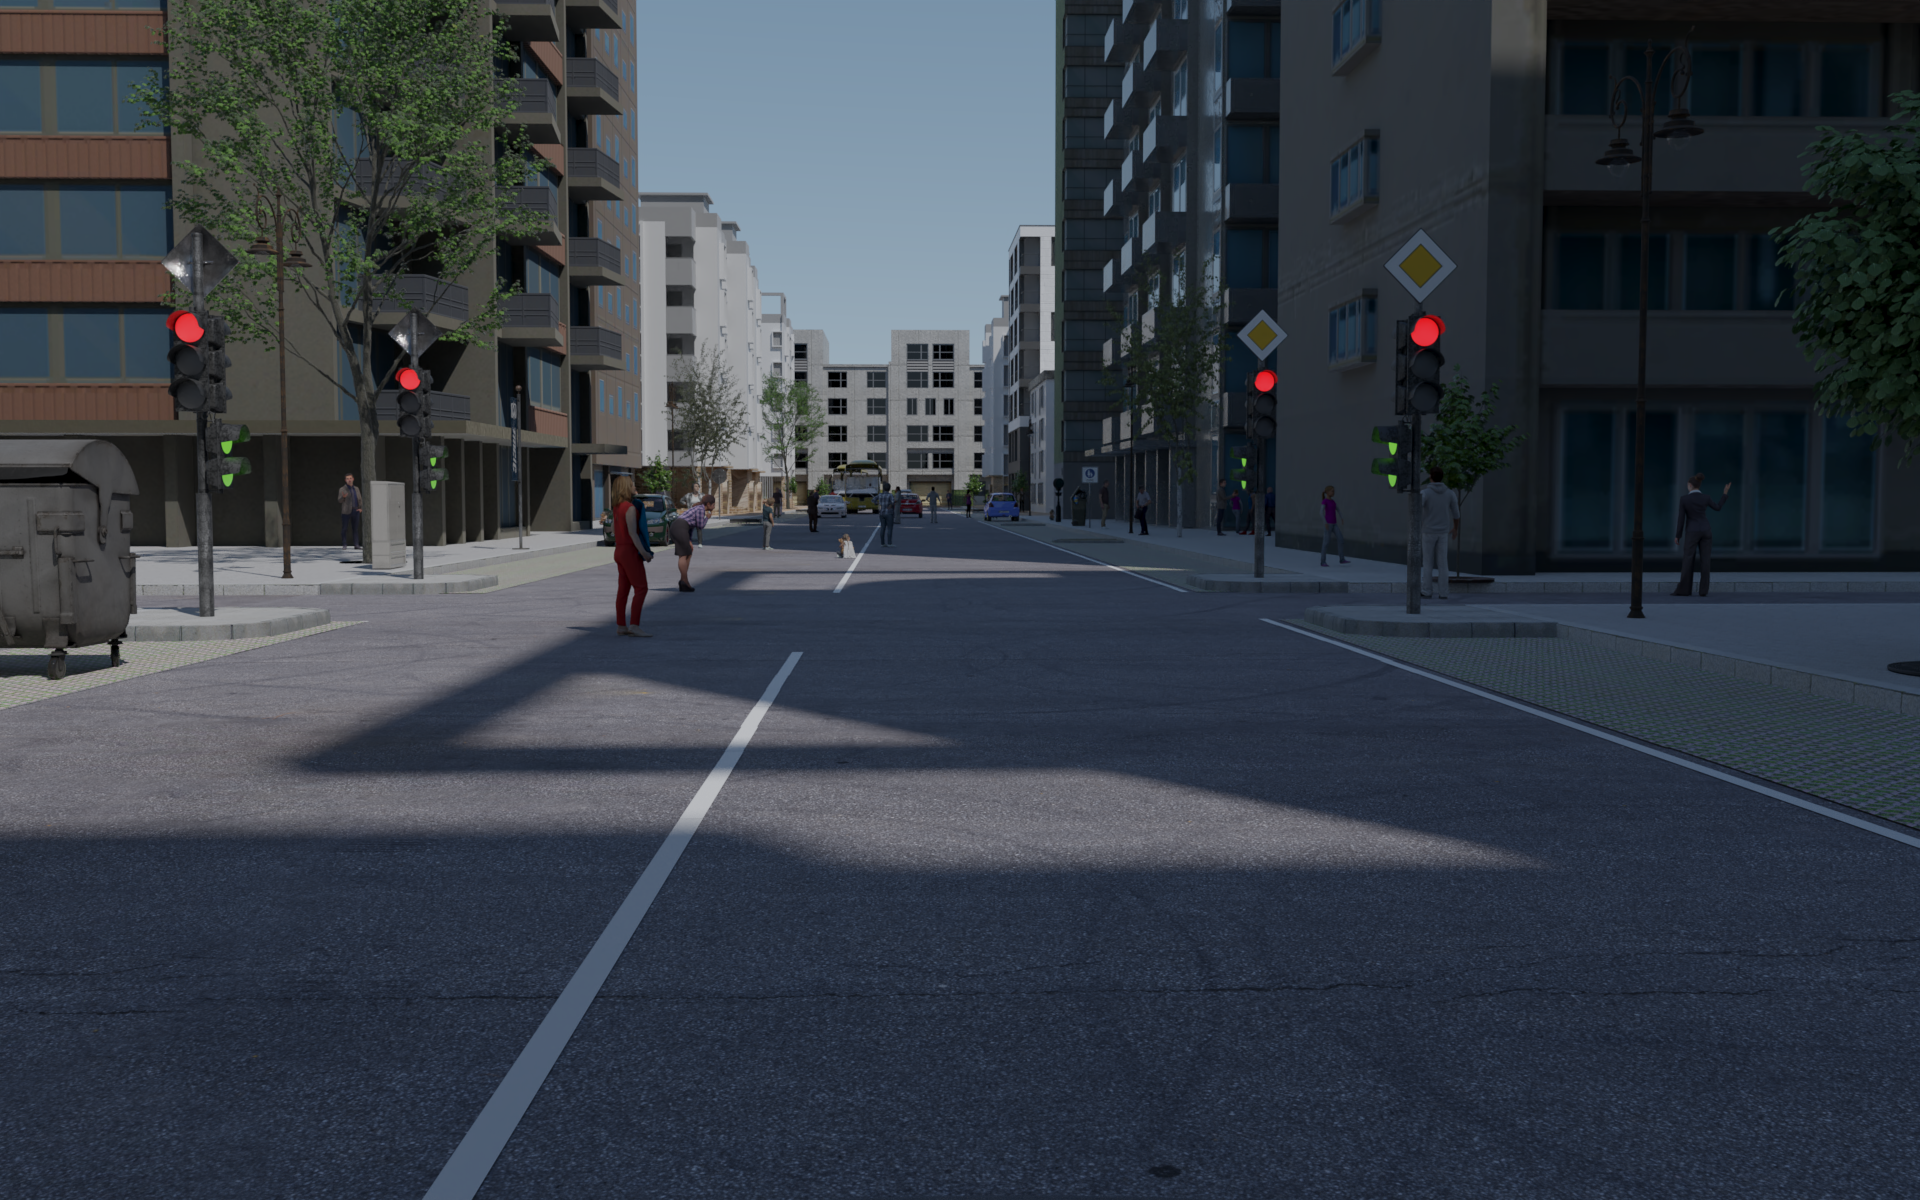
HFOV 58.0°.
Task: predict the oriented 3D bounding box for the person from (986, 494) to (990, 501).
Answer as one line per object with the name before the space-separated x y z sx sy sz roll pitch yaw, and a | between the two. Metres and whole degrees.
person | 1.945 -6.255 113.964 0.628 1.438 0.799 0 4 -8

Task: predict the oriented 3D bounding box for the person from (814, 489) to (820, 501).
person | -8.979 -6.137 109.284 0.568 1.767 0.683 -3 5 -40

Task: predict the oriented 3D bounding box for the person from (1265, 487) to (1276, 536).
person | 9.510 -2.694 52.782 0.574 1.496 0.600 0 4 5

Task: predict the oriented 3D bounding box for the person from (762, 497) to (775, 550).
person | -4.947 -1.965 44.537 0.435 1.345 0.340 2 4 25

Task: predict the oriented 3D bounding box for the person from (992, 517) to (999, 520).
person | 1.916 -5.153 96.665 0.435 1.345 0.340 -1 4 -11

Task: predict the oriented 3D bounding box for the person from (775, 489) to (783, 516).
person | -11.560 -6.206 110.641 0.551 1.740 0.621 -2 4 -28

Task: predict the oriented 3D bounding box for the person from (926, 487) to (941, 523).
person | -1.273 -4.702 85.521 0.875 1.805 0.789 0 4 7

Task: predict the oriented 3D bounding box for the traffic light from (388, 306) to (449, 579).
traffic light | -8.144 -2.267 25.994 0.839 4.253 0.868 0 4 -2

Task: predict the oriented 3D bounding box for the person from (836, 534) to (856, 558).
person | -2.530 -1.206 38.689 0.381 0.543 0.357 -3 5 -44

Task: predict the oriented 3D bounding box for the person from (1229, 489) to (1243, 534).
person | 9.064 -2.875 56.285 0.726 1.434 0.776 3 5 45

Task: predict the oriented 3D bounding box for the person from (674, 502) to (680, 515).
person | -16.365 -5.232 99.869 0.655 0.850 0.859 1 4 17

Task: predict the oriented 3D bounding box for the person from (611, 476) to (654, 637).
person | -3.316 -0.448 17.537 0.444 1.614 0.593 -1 4 -8

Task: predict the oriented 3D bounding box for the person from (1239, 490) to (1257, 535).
person | 9.118 -2.843 54.395 0.662 1.594 0.647 -1 4 -9

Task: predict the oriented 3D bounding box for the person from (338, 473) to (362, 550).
person | -13.953 -2.030 39.766 0.617 1.759 0.750 -2 4 -34

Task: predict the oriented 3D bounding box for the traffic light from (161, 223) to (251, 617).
traffic light | -7.866 -1.779 18.014 0.839 4.253 0.868 0 4 -2

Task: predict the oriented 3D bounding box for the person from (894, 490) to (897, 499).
person | -4.748 -7.320 128.259 0.705 1.814 1.350 -2 4 -31

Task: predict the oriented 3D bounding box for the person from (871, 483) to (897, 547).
person | -1.989 -2.290 46.671 0.376 1.734 0.841 -3 5 -43

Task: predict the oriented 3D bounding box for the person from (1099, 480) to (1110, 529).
person | 5.349 -3.520 63.727 0.434 1.807 0.598 3 5 41

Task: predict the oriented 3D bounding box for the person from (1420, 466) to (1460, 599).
person | 6.505 -0.919 23.667 0.875 1.805 0.789 0 4 -5

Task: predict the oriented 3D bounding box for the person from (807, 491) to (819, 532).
person | -5.544 -3.321 65.061 0.482 1.546 0.388 2 4 30

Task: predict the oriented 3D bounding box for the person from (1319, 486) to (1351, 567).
person | 6.648 -1.298 30.503 0.726 1.435 0.776 -3 5 -44

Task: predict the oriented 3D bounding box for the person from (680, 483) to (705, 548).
person | -7.021 -2.249 45.995 0.841 1.734 0.376 0 4 -4

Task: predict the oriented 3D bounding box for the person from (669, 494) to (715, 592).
person | -3.920 -0.835 25.391 0.697 1.427 0.421 -2 4 -25

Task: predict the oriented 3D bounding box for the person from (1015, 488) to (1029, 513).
person | 4.320 -6.946 120.330 1.217 1.735 0.721 -1 4 -16

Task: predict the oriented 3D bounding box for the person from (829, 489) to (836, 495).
person | -9.850 -7.696 134.291 1.348 1.831 0.705 1 4 9

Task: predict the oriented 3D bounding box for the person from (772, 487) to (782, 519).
person | -10.306 -5.428 97.382 0.598 1.807 0.434 0 4 6

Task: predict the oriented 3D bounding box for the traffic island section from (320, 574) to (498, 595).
traffic island section | -8.185 -0.235 26.128 2.009 0.180 2.903 0 4 -2

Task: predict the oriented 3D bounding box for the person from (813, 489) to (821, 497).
person | -11.028 -7.536 131.728 1.348 1.823 0.705 2 4 25

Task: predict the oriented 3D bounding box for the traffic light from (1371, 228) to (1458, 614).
traffic light | 4.847 -1.807 18.471 0.839 4.253 0.868 0 4 -2

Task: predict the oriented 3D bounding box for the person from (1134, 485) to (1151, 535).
person | 5.712 -2.792 53.897 0.590 1.554 0.614 -2 4 -34

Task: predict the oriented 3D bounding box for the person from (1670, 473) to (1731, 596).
person | 10.421 -0.920 24.343 0.742 1.727 0.445 -1 4 -22

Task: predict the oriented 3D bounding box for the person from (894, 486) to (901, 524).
person | -3.042 -4.544 82.935 0.789 1.805 0.875 1 4 12

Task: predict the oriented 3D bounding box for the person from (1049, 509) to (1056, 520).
person | 4.486 -4.123 83.921 0.357 0.543 0.381 0 4 4

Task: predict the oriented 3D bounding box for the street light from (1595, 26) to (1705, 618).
street light | 7.007 -2.751 17.771 0.468 5.910 1.993 0 4 -2

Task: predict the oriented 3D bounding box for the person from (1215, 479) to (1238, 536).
person | 8.240 -2.870 53.504 0.750 1.759 0.617 1 4 16

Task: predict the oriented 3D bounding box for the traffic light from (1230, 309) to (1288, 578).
traffic light | 4.569 -2.295 26.452 0.839 4.253 0.868 0 4 -2

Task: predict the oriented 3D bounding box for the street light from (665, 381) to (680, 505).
street light | -11.774 -6.009 71.030 0.468 5.910 1.993 0 4 -2

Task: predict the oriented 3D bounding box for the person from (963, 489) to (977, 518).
person | 0.587 -5.815 104.262 0.721 1.739 1.217 -3 4 -38

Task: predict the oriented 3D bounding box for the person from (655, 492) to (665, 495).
person | -15.707 -5.146 90.634 0.683 1.767 0.568 1 4 10

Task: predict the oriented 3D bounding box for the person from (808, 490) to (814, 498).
person | -10.367 -6.929 122.312 1.217 1.766 0.721 3 5 41

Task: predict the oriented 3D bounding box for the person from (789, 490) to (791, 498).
person | -15.121 -8.917 153.309 0.415 1.643 0.593 -3 5 -42

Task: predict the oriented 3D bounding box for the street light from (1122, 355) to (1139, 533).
street light | 5.589 -5.115 56.412 0.468 5.910 1.993 0 4 -2

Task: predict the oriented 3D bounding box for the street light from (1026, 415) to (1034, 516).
street light | 4.096 -7.859 101.276 0.468 5.910 1.993 0 4 -2

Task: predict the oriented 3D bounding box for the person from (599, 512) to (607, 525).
person | -14.773 -3.385 71.858 0.381 0.543 0.357 3 5 44

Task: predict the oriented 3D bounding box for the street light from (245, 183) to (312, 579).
street light | -10.230 -3.265 26.166 0.468 5.910 1.993 0 4 -2

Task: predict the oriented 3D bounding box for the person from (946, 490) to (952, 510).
person | -0.963 -8.899 154.447 0.683 1.767 0.568 1 4 19
